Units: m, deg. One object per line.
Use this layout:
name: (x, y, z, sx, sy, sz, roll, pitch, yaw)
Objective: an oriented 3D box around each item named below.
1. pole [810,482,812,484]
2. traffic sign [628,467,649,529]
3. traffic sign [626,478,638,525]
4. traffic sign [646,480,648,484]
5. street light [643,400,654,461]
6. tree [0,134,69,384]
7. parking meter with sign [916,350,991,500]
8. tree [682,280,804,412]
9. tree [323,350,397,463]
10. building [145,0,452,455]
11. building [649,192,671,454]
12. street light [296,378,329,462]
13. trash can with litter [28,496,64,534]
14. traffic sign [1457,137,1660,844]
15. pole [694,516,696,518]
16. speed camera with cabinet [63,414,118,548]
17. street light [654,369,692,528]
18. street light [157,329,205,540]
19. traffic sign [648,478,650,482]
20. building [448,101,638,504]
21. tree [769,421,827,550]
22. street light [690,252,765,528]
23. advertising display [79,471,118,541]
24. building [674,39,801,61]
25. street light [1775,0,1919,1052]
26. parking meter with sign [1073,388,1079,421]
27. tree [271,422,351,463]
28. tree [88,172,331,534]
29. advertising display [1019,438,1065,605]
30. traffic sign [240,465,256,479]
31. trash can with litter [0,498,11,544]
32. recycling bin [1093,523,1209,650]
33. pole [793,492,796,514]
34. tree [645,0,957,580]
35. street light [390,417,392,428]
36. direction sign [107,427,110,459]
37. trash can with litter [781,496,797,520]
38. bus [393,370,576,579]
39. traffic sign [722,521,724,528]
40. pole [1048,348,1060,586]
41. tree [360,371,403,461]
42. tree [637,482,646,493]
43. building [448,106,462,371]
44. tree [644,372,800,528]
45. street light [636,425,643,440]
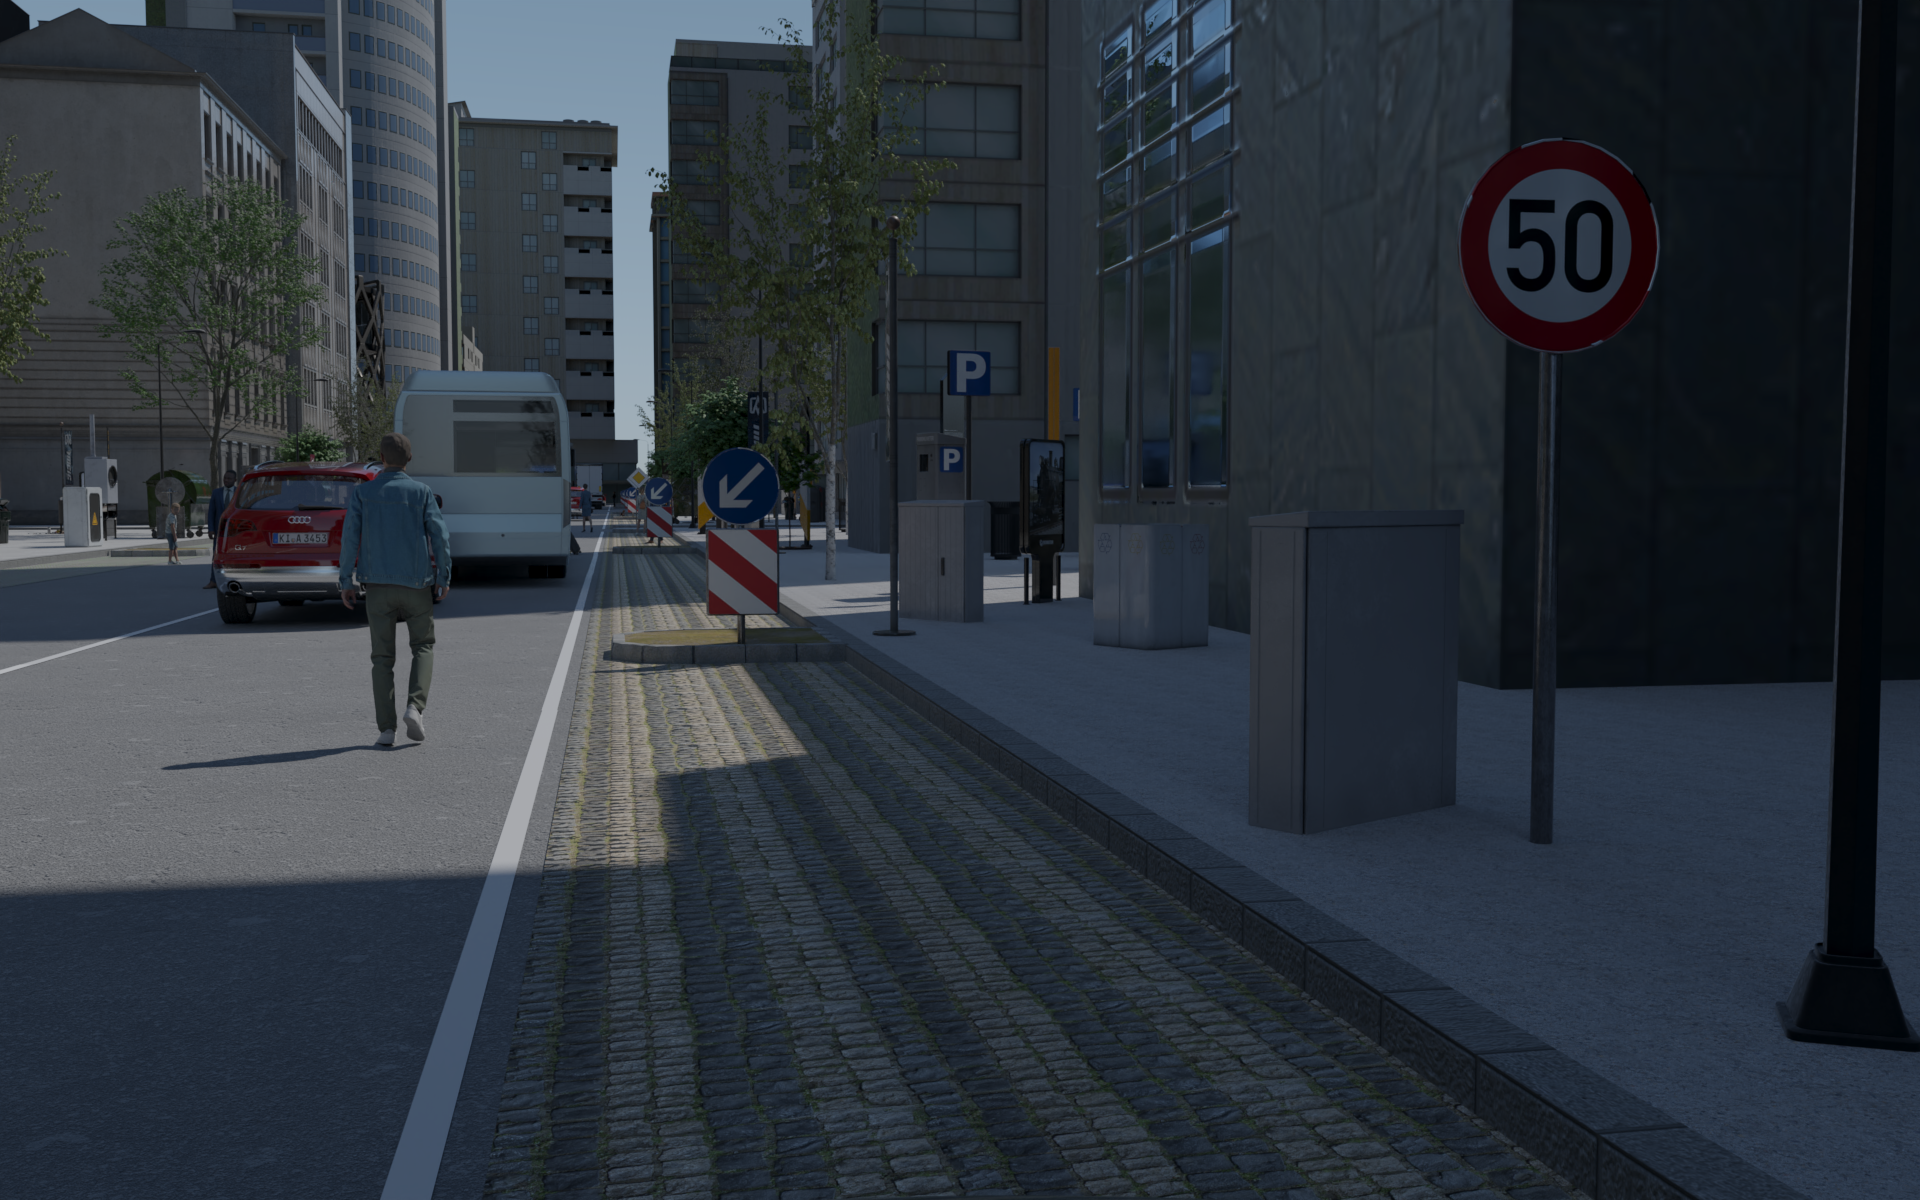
pole: (-7.616, -5.789, 88.498, 0.158, 3.312, 0.155, 0, 3, 0)
traffic sign: (-11.933, -3.715, 64.385, 0.795, 2.450, 0.064, -1, 4, -11)
traffic sign: (-13.499, -4.194, 72.215, 0.795, 2.450, 0.064, -1, 4, -11)
traffic sign: (-24.424, -8.368, 136.927, 0.768, 2.556, 0.104, 0, 4, -7)
street light: (-14.860, -6.943, 86.058, 1.470, 5.913, 1.316, -1, 4, -11)
tree: (-20.207, -5.191, 35.243, 4.737, 8.622, 4.395, 0, 3, 0)
parking meter with sign: (-0.223, -1.566, 21.871, 0.543, 3.016, 1.738, -2, 4, -24)
tree: (-7.711, -6.732, 60.429, 4.360, 8.622, 3.978, 0, 3, 0)
tree: (-30.547, -8.444, 88.425, 4.360, 8.622, 3.978, 0, 3, 0)
building: (-57.425, -37.399, 153.468, 21.231, 58.520, 28.212, -1, 4, -11)
building: (-30.511, -36.060, 244.209, 28.867, 44.769, 22.147, -1, 4, -11)
street light: (-26.032, -5.934, 69.557, 1.470, 5.913, 1.316, -1, 4, -11)
trash can with litter: (-28.758, -2.723, 55.576, 1.678, 1.210, 2.233, -3, 5, -44)
traffic sign: (2.142, -0.379, 6.303, 0.768, 2.556, 0.104, 0, 4, -8)
pole: (-13.281, -5.701, 87.051, 0.158, 3.312, 0.155, 0, 3, 0)
speed camera with cabinet: (-21.303, -2.943, 42.449, 0.660, 3.252, 2.038, 0, 4, -6)
street light: (-10.518, -5.623, 64.479, 1.470, 5.913, 1.316, -1, 4, -11)
street light: (-21.949, -4.666, 48.836, 1.470, 5.913, 1.316, -1, 4, -11)
traffic sign: (-22.269, -7.681, 125.689, 0.768, 2.556, 0.104, 0, 4, -2)
building: (-59.329, -39.923, 241.975, 27.495, 52.752, 28.713, -1, 4, -11)
tree: (-3.823, -2.784, 40.122, 1.663, 3.219, 1.824, 0, 3, 0)
street light: (-4.399, -3.732, 33.556, 1.470, 5.913, 1.316, -1, 4, -11)
advertising display: (-24.744, -2.724, 49.753, 0.974, 1.923, 0.123, -3, 5, -42)
building: (-19.328, -29.189, 160.827, 14.154, 41.232, 14.086, -1, 4, -11)
street light: (1.590, -1.916, 3.870, 1.470, 5.913, 1.316, -1, 4, -11)
parking meter with sign: (2.471, -2.011, 29.138, 0.543, 3.016, 1.738, 2, 4, 25)
tree: (-29.469, -5.806, 78.635, 4.285, 4.588, 4.351, 0, 3, 0)
tree: (-24.004, -7.951, 55.758, 9.928, 11.665, 9.643, 0, 3, 0)
advertising display: (0.975, -0.929, 20.409, 0.123, 1.923, 0.974, 2, 4, 29)
traffic sign: (-25.259, -3.639, 61.628, 0.606, 2.300, 0.079, -1, 4, -11)
trash can with litter: (-24.944, -2.026, 44.509, 1.055, 1.170, 0.624, 1, 4, 20)
recycling bin: (1.616, -0.128, 14.653, 0.722, 1.027, 0.722, -3, 4, -38)
pole: (-10.502, -7.088, 109.735, 0.158, 3.312, 0.155, 0, 3, 0)
tree: (-2.152, -4.606, 25.667, 4.737, 8.622, 4.395, 0, 3, 0)
street light: (-32.046, -7.757, 99.365, 1.470, 5.913, 1.316, -1, 4, -11)
direction sign: (-28.886, -4.087, 58.818, 0.379, 3.537, 0.876, -2, 4, -23)
trash can with litter: (-8.450, -4.554, 85.848, 0.624, 1.170, 1.055, 1, 4, 9)
bus: (-8.635, -2.295, 32.377, 2.948, 3.499, 13.247, -1, 4, -13)
traffic sign: (-7.360, -3.278, 53.705, 0.768, 2.556, 0.104, 0, 4, -3)
pole: (1.311, -1.860, 24.249, 0.158, 3.312, 0.155, 0, 3, 0)
tree: (-34.326, -9.399, 104.034, 4.737, 8.622, 4.395, 0, 3, 0)
tree: (-34.704, -11.879, 188.829, 1.663, 3.219, 1.824, 0, 3, 0)
building: (-58.513, -30.116, 175.998, 14.154, 41.232, 14.086, -1, 4, -11)
tree: (-6.265, -3.867, 46.935, 4.285, 4.588, 4.351, 0, 3, 0)
street light: (-20.805, -8.784, 116.160, 1.470, 5.913, 1.316, -1, 4, -11)
